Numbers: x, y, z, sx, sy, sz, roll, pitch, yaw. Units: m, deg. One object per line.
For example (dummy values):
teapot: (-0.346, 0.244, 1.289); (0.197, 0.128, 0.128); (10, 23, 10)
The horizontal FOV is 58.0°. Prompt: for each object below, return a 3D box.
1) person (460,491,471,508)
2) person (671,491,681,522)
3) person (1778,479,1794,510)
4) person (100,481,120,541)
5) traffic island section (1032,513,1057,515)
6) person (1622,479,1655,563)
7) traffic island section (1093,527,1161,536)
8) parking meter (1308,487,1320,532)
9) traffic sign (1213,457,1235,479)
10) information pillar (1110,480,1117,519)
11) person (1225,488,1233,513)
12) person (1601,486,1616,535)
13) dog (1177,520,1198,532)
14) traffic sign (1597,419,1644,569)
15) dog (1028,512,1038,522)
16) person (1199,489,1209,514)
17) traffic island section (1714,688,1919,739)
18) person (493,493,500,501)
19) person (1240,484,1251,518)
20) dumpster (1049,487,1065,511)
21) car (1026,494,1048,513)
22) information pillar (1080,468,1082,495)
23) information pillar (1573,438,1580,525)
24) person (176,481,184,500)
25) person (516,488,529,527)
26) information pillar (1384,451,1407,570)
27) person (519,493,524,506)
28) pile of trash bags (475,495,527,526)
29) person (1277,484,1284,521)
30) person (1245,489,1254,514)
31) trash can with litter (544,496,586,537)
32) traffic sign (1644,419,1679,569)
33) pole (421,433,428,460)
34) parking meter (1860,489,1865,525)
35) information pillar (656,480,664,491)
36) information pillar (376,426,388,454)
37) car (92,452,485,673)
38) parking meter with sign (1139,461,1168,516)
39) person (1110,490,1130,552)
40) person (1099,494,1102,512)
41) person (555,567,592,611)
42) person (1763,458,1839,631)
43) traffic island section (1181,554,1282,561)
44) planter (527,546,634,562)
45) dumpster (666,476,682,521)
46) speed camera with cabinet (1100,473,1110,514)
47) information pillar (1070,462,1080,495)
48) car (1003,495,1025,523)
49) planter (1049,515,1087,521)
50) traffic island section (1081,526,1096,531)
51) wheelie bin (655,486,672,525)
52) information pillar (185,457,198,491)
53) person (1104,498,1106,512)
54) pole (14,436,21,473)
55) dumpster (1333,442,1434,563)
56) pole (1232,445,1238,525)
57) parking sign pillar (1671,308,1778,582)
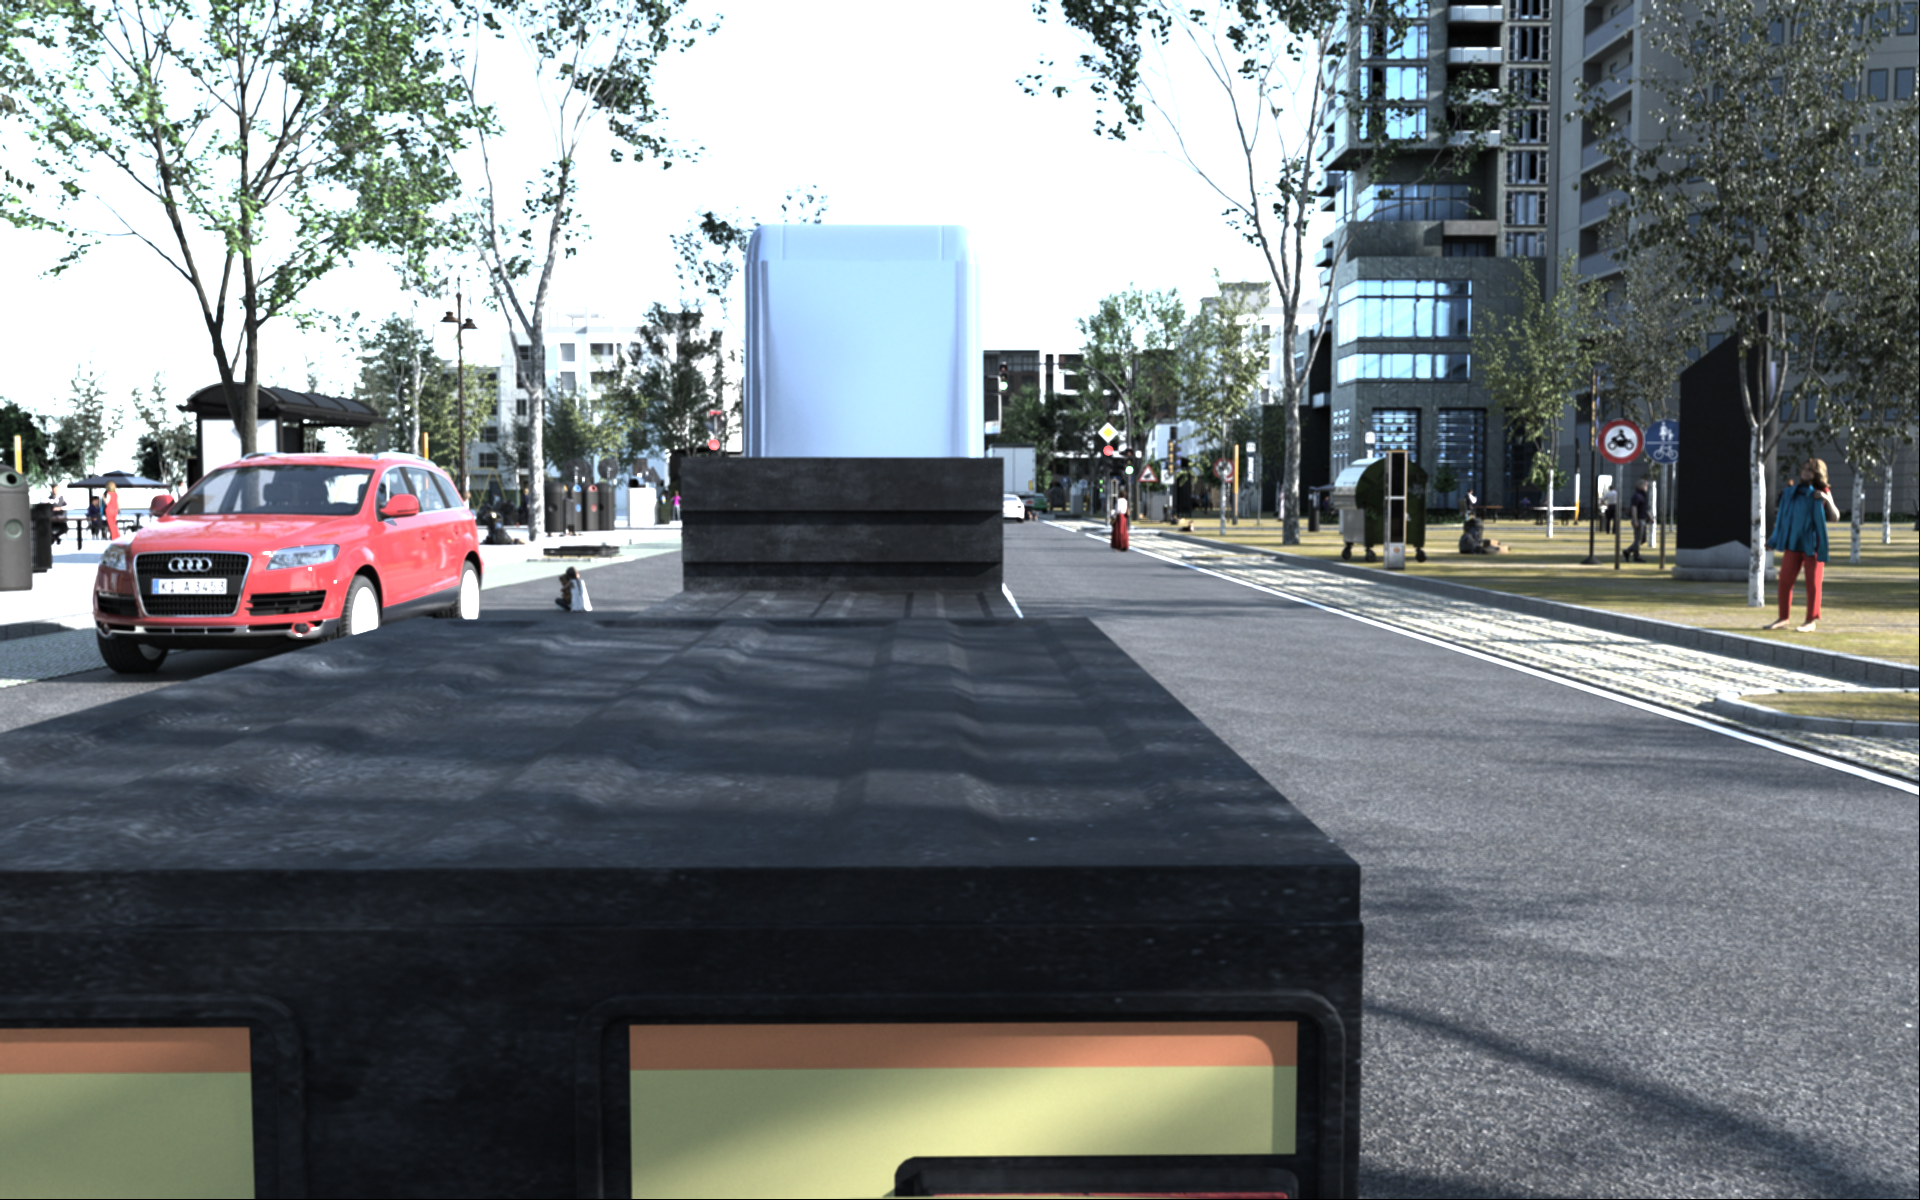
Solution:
person: (-11.648, -1.875, 40.616); (0.435, 1.345, 0.340); (2, 4, 24)
person: (-13.164, -4.323, 79.958); (0.726, 1.435, 0.776); (-2, 4, -29)
person: (24.004, -2.649, 50.183); (0.431, 1.722, 0.655); (-1, 4, -20)
person: (-21.440, -2.201, 43.735); (0.444, 1.614, 0.593); (2, 4, 35)
traffic island section: (5.691, -5.929, 119.811); (1.991, 0.108, 1.994); (0, 4, 0)
person: (12.629, -1.469, 32.268); (0.569, 1.553, 0.471); (-2, 4, -24)
traffic island section: (5.844, -2.318, 60.174); (2.009, 0.180, 2.903); (0, 4, 0)
parking meter: (12.040, -3.087, 58.890); (0.372, 1.533, 0.369); (0, 3, 0)
traffic sign: (9.166, -3.673, 60.165); (0.768, 2.556, 0.104); (1, 4, 9)
information pillar: (7.945, -5.206, 89.615); (0.304, 2.012, 0.304); (-1, 4, -14)
person: (18.590, -6.912, 119.577); (0.617, 1.759, 0.750); (2, 4, 30)
person: (20.699, -2.865, 55.093); (0.614, 1.554, 0.590); (1, 4, 21)
dog: (7.684, -2.496, 58.544); (0.550, 0.427, 0.748); (-1, 4, -18)
traffic sign: (11.191, -1.793, 29.415); (0.768, 2.556, 0.104); (0, 4, 6)
dog: (3.811, -4.347, 90.353); (0.406, 0.507, 0.540); (2, 4, 25)
person: (15.744, -6.324, 111.302); (0.647, 1.594, 0.662); (-3, 4, -37)
traffic island section: (5.962, 0.724, 11.029); (1.991, 0.108, 1.994); (0, 4, 0)
person: (-28.260, -5.846, 105.530); (0.340, 1.345, 0.435); (3, 5, 42)
person: (15.090, -5.219, 91.515); (0.875, 1.805, 0.789); (-2, 4, -32)
dumpster: (7.567, -7.861, 134.286); (1.264, 1.857, 1.865); (0, 4, 0)
car: (5.475, -7.233, 127.050); (1.959, 1.807, 4.718); (0, 3, 0)
information pillar: (9.321, -8.855, 136.126); (0.504, 3.616, 0.183); (2, 4, 26)
information pillar: (25.708, -4.942, 72.162); (0.183, 3.616, 0.504); (2, 4, 27)
person: (-30.822, -3.826, 68.743); (0.789, 1.805, 0.875); (-2, 4, -24)
person: (-17.000, -3.604, 67.504); (0.613, 1.512, 0.480); (-1, 4, -17)
information pillar: (7.377, -1.521, 29.359); (0.304, 2.012, 0.304); (0, 4, 1)
person: (-30.451, -6.747, 120.271); (0.435, 1.345, 0.340); (1, 4, 19)
pile of trash bags: (-17.940, -3.690, 70.080); (1.912, 1.369, 3.447); (2, 4, 26)
person: (15.204, -4.573, 81.487); (0.621, 1.740, 0.551); (1, 4, 10)
person: (18.143, -6.255, 109.111); (0.742, 1.727, 0.445); (-3, 4, -37)
trash can with litter: (-12.108, -2.521, 52.275); (1.678, 1.210, 2.233); (1, 4, 18)
traffic sign: (11.978, -1.796, 29.473); (0.768, 2.556, 0.104); (0, 4, 4)
pole: (-17.769, -3.895, 57.529); (0.158, 3.312, 0.155); (0, 3, 0)
parking meter: (37.595, -3.913, 72.396); (0.372, 1.533, 0.369); (0, 3, 0)
information pillar: (-15.412, -5.171, 89.031); (0.304, 2.012, 0.304); (3, 5, 39)
information pillar: (-19.926, -4.188, 59.828); (0.504, 3.616, 0.183); (2, 4, 29)
car: (-5.812, -0.422, 15.574); (2.281, 1.827, 5.304); (0, 4, -1)
parking meter with sign: (10.078, -5.828, 91.544); (1.738, 3.016, 0.543); (-2, 4, -27)
person: (4.011, -1.977, 43.292); (0.523, 1.526, 0.387); (-3, 5, -44)
person: (10.317, -7.299, 126.107); (0.376, 1.734, 0.841); (0, 4, 0)
person: (-4.737, -0.139, 21.242); (0.357, 0.543, 0.381); (2, 4, 24)
person: (7.856, -0.515, 16.172); (0.444, 1.614, 0.593); (-1, 4, -9)
traffic island section: (5.894, -0.924, 37.973); (1.991, 0.108, 1.994); (0, 4, 0)
planter: (-8.116, -0.992, 37.364); (1.991, 0.319, 1.994); (0, 4, 0)
dumpster: (-13.017, -4.846, 81.725); (1.502, 2.255, 1.985); (0, 3, 0)
speed camera with cabinet: (9.619, -6.964, 108.192); (0.660, 3.252, 2.038); (-2, 4, -34)
information pillar: (7.836, -7.838, 119.513); (0.504, 3.616, 0.183); (2, 4, 29)
car: (2.267, -4.620, 87.894); (2.083, 1.381, 4.827); (0, 3, 0)
planter: (5.758, -4.387, 92.861); (1.991, 0.319, 1.994); (0, 4, 0)
traffic island section: (5.823, -2.806, 68.159); (2.009, 0.180, 2.903); (0, 4, 0)
wheelie bin: (-12.391, -3.922, 72.034); (0.693, 1.594, 0.980); (-2, 4, -35)
information pillar: (-15.065, -1.820, 34.244); (0.304, 2.012, 0.304); (1, 4, 8)
person: (9.817, -6.608, 115.787); (0.593, 1.614, 0.444); (1, 4, 10)
pole: (-33.056, -4.097, 60.821); (0.158, 3.312, 0.155); (0, 3, 0)
dumpster: (8.097, -1.876, 33.165); (1.502, 2.255, 1.985); (0, 4, 0)
pole: (11.413, -4.770, 71.829); (0.158, 3.312, 0.155); (0, 3, 0)
parking sign pillar: (11.405, -2.280, 25.750); (1.447, 3.967, 1.447); (-3, 5, -41)
